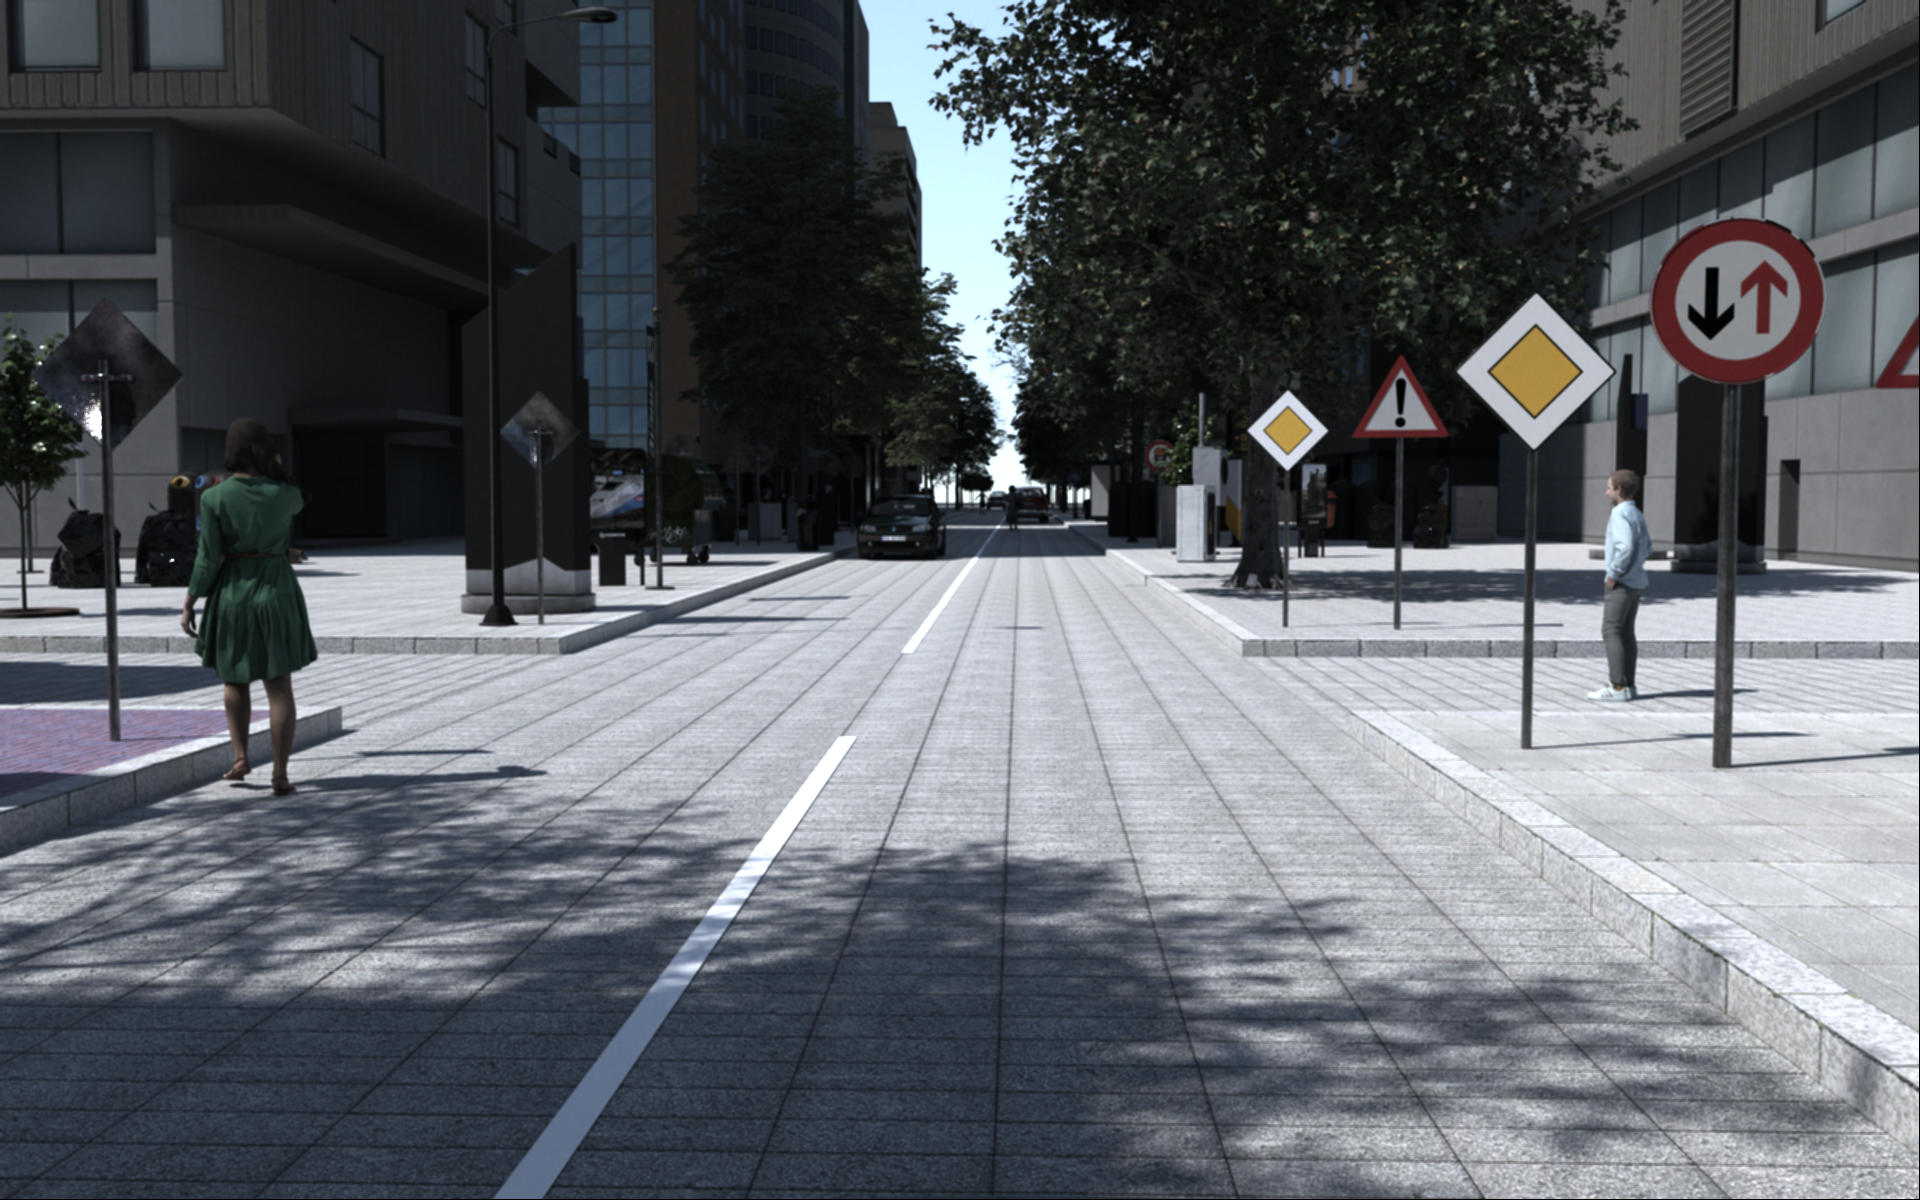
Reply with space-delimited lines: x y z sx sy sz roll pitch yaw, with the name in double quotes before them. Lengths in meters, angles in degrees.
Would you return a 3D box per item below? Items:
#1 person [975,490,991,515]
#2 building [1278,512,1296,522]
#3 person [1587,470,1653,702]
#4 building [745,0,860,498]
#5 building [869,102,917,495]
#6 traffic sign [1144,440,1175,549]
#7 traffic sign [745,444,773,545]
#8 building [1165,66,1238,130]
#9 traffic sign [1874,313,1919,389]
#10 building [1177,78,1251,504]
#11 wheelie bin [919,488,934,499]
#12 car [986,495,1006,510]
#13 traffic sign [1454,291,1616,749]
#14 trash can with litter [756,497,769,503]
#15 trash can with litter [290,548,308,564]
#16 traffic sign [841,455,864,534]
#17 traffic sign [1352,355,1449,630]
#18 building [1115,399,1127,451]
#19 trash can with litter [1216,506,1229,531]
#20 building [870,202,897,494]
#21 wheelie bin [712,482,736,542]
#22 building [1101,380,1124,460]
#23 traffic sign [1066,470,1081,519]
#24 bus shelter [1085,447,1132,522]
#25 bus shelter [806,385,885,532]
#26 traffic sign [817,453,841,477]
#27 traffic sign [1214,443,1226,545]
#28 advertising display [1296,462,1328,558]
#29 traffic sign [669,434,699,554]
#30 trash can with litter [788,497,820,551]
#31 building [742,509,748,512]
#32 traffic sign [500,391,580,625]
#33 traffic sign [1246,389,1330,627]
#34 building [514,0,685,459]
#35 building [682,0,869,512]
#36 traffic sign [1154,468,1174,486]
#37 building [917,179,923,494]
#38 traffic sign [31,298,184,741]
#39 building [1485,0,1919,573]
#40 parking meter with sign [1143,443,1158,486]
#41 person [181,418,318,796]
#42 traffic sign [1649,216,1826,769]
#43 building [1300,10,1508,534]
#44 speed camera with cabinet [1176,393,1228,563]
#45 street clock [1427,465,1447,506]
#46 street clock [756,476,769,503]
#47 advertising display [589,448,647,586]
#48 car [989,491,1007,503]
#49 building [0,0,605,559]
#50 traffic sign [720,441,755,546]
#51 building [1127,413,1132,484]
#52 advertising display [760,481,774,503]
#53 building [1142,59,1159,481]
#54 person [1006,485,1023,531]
"person" 1.567 -6.736 119.418 1.217 1.735 0.721 1 4 22
"building" 21.050 -24.471 83.694 14.154 41.232 14.086 0 4 2
"person" 4.651 -0.113 12.158 0.589 1.601 0.330 -3 5 -44
"building" -19.397 -35.992 130.466 21.231 58.520 28.212 0 4 2
"building" -16.698 -36.363 218.240 21.300 48.544 21.600 0 4 2
"traffic sign" 4.702 -2.483 40.699 0.768 2.556 0.104 0 4 3
"traffic sign" -5.103 -2.671 43.783 0.768 2.556 0.104 1 4 10
"building" 26.749 -31.179 133.472 21.300 48.544 21.600 0 4 2
"traffic sign" 5.060 -0.536 8.761 0.884 2.594 0.081 0 4 6
"building" 26.204 -48.526 106.065 22.319 86.520 31.000 0 4 2
"wheelie bin" -1.787 -5.096 91.222 0.980 1.594 0.693 3 4 37
"car" 3.316 -8.890 157.939 1.945 1.354 3.894 0 4 3
"traffic sign" 2.850 -0.307 8.662 0.795 2.450 0.064 0 4 2
"trash can with litter" -8.278 -3.680 71.553 0.624 1.170 1.055 -2 4 -28
"trash can with litter" -12.555 -1.252 31.851 1.055 1.170 0.624 0 4 -4
"traffic sign" -3.478 -3.411 55.874 0.768 2.556 0.104 0 4 5
"traffic sign" 4.140 -0.999 16.330 0.884 2.594 0.081 1 4 10
"building" 30.699 -36.283 212.837 23.786 49.044 30.456 0 4 2
"trash can with litter" 8.997 -2.996 60.367 1.055 1.170 0.624 -2 4 -26
"building" -22.981 -30.827 195.895 32.217 40.220 23.993 0 4 2
"wheelie bin" -6.432 -2.391 47.009 0.693 1.594 0.980 -2 4 -29
"building" 30.724 -37.644 239.177 21.300 48.544 21.600 0 4 2
"traffic sign" 5.944 -5.527 90.467 0.768 2.556 0.104 1 4 9
"bus shelter" 6.713 -5.128 77.762 2.014 3.302 5.546 0 4 2
"bus shelter" -4.133 -5.188 62.451 2.179 5.291 8.768 0 4 2
"traffic sign" -4.070 -3.286 53.826 0.768 2.556 0.104 0 4 5
"traffic sign" 6.495 -2.654 43.492 0.768 2.556 0.104 0 4 8
"advertising display" 7.143 -1.832 35.163 0.123 1.923 0.974 3 5 44
"traffic sign" -5.893 -2.249 36.870 0.768 2.556 0.104 0 4 3
"trash can with litter" -3.530 -1.708 39.318 0.624 1.170 1.055 -1 4 -17
"building" -26.111 -25.232 104.419 32.217 40.220 23.993 0 4 2
"traffic sign" -4.104 -0.812 16.920 0.795 2.450 0.064 0 4 2
"traffic sign" 3.135 -0.795 16.642 0.795 2.450 0.064 0 4 2
"building" -18.397 -26.553 84.253 14.600 45.320 14.200 0 4 2
"building" -15.442 -30.717 152.332 14.600 45.320 14.200 0 4 2
"traffic sign" 5.683 -2.943 48.224 0.768 2.556 0.104 1 4 11
"building" -12.449 -35.838 236.066 14.600 45.320 14.200 0 4 2
"traffic sign" -4.389 -0.324 8.940 0.795 2.450 0.064 0 4 2
"building" 28.231 -27.397 37.185 27.495 52.752 28.713 0 4 2
"parking meter with sign" 6.987 -3.903 60.073 1.738 3.016 0.543 -1 4 -20
"person" -3.407 0.025 8.346 0.600 1.795 0.529 -3 4 -38
"traffic sign" 3.577 -0.486 8.053 0.768 2.556 0.104 1 4 9
"building" 20.345 -25.160 61.479 14.600 45.320 14.200 0 4 2
"speed camera with cabinet" 4.670 -2.380 33.253 0.660 3.252 2.038 1 4 20
"street clock" 11.876 -2.359 43.137 0.471 2.002 0.358 -2 4 -32
"street clock" -7.727 -3.864 67.747 0.471 2.002 0.358 -2 4 -25
"advertising display" -4.862 -1.159 24.160 0.974 1.923 0.123 -1 4 -19
"car" 4.661 -12.206 208.240 2.281 1.827 5.304 0 4 1
"building" -26.108 -27.899 45.384 28.713 52.752 27.495 0 4 2
"traffic sign" -5.499 -2.616 42.781 0.884 2.594 0.081 1 4 9
"building" 25.470 -31.035 191.018 14.154 41.232 14.086 0 4 2
"advertising display" -9.646 -4.966 86.414 0.974 1.923 0.123 3 5 41
"building" 23.597 -28.626 151.629 14.154 41.232 14.086 0 4 2
"person" 2.175 -3.604 67.777 0.716 1.782 0.532 2 4 35
